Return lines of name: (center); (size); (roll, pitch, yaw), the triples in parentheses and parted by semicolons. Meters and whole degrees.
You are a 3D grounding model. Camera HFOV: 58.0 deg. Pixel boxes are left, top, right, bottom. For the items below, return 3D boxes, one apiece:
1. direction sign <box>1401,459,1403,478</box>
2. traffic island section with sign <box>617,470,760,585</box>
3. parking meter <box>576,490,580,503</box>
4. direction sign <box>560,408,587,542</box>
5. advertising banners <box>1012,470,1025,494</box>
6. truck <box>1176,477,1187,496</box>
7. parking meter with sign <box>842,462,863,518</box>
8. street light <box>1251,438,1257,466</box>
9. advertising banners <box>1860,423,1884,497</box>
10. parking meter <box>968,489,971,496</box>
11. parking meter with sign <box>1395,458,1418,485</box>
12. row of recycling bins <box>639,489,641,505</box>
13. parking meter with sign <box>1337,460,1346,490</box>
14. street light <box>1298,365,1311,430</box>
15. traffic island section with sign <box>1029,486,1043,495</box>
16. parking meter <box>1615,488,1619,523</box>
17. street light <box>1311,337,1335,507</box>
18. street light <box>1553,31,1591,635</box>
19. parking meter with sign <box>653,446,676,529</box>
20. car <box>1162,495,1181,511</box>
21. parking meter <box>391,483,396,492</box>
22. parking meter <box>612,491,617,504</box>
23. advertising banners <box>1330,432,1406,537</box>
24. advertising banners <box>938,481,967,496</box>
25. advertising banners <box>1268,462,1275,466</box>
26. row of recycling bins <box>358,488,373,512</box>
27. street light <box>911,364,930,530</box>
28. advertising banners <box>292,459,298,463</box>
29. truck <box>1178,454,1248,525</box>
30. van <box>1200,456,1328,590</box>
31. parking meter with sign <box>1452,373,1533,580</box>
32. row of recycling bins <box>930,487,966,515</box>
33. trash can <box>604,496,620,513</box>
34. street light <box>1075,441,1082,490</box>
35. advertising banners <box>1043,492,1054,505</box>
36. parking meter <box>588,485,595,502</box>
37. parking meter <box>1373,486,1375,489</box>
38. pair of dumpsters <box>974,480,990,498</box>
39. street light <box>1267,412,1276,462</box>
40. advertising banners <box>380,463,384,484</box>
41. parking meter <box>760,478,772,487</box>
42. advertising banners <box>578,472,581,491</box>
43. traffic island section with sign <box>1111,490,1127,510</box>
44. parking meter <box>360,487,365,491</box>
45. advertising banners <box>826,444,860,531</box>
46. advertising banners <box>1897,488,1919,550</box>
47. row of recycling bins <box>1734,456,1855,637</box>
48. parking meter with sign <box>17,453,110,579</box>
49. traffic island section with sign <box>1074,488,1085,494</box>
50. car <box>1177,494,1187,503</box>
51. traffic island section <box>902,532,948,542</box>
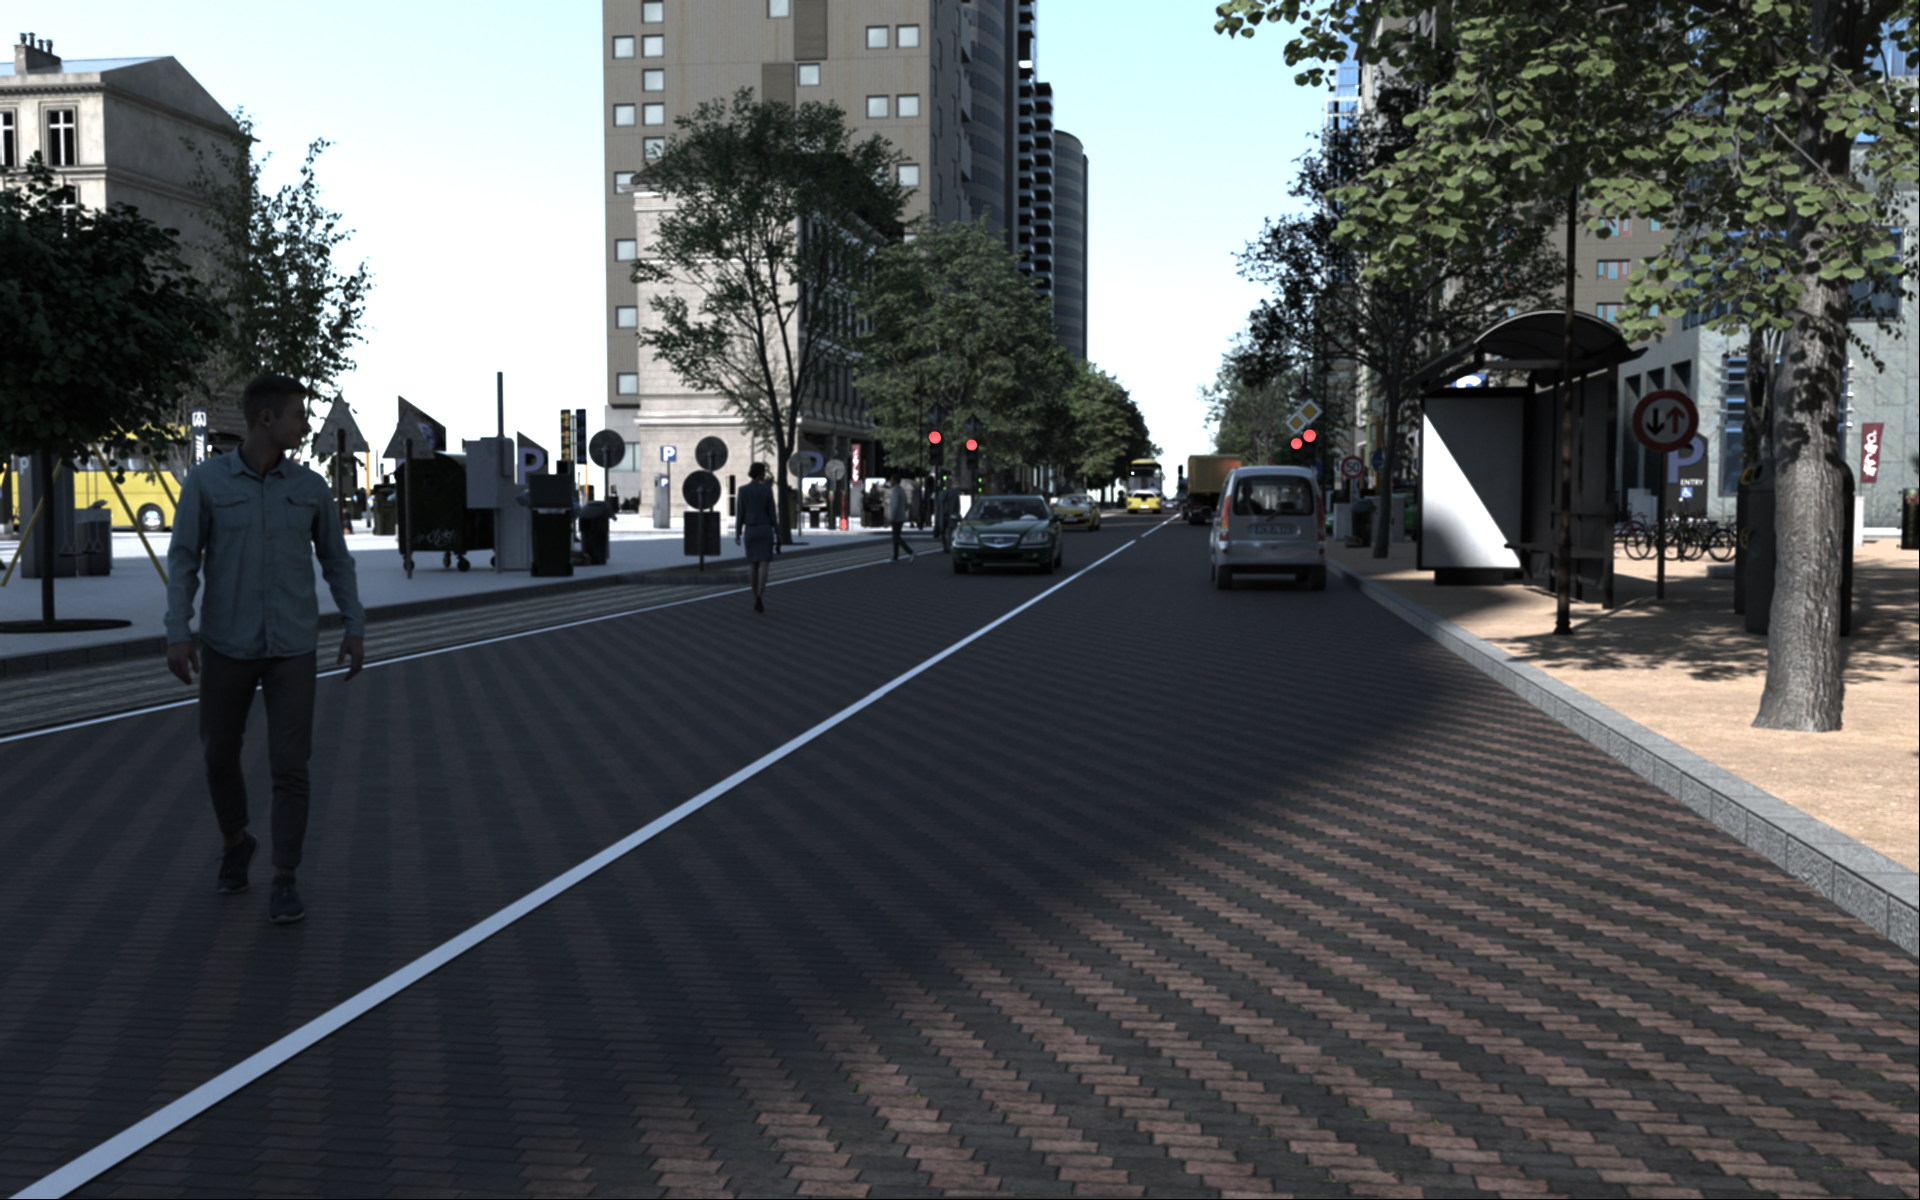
direction sign: (27.174, -7.013, 106.651); (0.379, 3.537, 0.876); (0, 4, 6)
traffic island section with sign: (-4.302, -1.190, 28.082); (1.989, 1.847, 2.006); (1, 4, 8)
parking meter: (-22.995, -5.836, 103.832); (0.372, 1.533, 0.369); (0, 3, 0)
direction sign: (-10.268, -3.308, 46.080); (0.876, 3.537, 0.379); (2, 4, 29)
advertising banners: (3.498, -6.271, 98.725); (2.074, 3.025, 0.090); (-2, 4, -24)
truck: (36.298, -17.712, 279.343); (2.967, 4.110, 18.799); (0, 4, 7)
parking meter with sign: (-5.556, -5.969, 93.849); (1.738, 3.016, 0.543); (-2, 4, -23)
street light: (23.427, -10.132, 138.441); (0.468, 5.910, 1.993); (1, 4, 8)
advertising banners: (22.006, -2.883, 43.327); (0.090, 3.025, 2.074); (-3, 4, -36)
parking meter: (0.633, -6.246, 107.828); (0.255, 1.863, 0.399); (0, 4, 3)
parking meter with sign: (21.726, -5.430, 85.049); (0.543, 3.016, 1.738); (-3, 5, -44)
row of recycling bins: (-18.325, -5.824, 102.329); (1.069, 1.692, 3.534); (-1, 4, -20)
parking meter with sign: (19.829, -5.662, 88.839); (0.543, 3.016, 1.738); (0, 4, -4)
street light: (12.374, -5.469, 62.204); (0.468, 5.910, 1.993); (1, 4, 8)
traffic island section with sign: (3.631, -4.510, 82.368); (1.989, 1.847, 2.006); (1, 4, 8)
parking meter: (28.870, -4.158, 76.391); (0.372, 1.533, 0.369); (0, 3, 0)
street light: (10.599, -4.746, 50.387); (0.468, 5.910, 1.993); (1, 4, 8)
street light: (5.517, -2.623, 15.668); (0.468, 5.910, 1.993); (1, 4, 8)
parking meter with sign: (-11.019, -4.156, 64.211); (0.543, 3.016, 1.738); (-2, 4, -25)
car: (18.114, -8.390, 149.751); (1.945, 1.354, 3.894); (0, 4, 7)
parking meter: (-29.472, -5.150, 89.906); (0.255, 1.863, 0.399); (1, 4, 9)
parking meter: (-26.276, -7.538, 131.652); (0.372, 1.533, 0.369); (0, 3, 0)
advertising banners: (11.592, -3.245, 49.247); (2.074, 3.025, 0.090); (1, 4, 10)
advertising banners: (-0.577, -6.331, 99.707); (2.074, 3.025, 0.090); (-1, 4, -16)
advertising banners: (17.750, -6.024, 94.674); (2.074, 3.025, 0.090); (-1, 4, -18)
row of recycling bins: (-44.266, -7.273, 126.024); (1.069, 1.692, 3.534); (3, 5, 43)
street light: (-1.397, -5.446, 61.830); (0.468, 5.910, 1.993); (1, 4, 8)
advertising banners: (-33.172, -5.429, 84.954); (2.074, 3.025, 0.090); (2, 4, 27)
truck: (12.277, -5.346, 83.335); (3.469, 3.379, 9.791); (0, 4, 6)
van: (4.828, -1.246, 27.381); (2.013, 2.044, 4.112); (0, 4, 7)
parking meter with sign: (7.984, -1.807, 25.808); (0.543, 3.016, 1.738); (3, 5, 44)
row of recycling bins: (-0.862, -6.171, 108.004); (1.069, 1.692, 3.534); (3, 4, 36)
trash can: (-20.655, -5.523, 101.962); (0.748, 1.137, 0.748); (0, 3, 0)
street light: (9.515, -10.024, 136.682); (0.468, 5.910, 1.993); (1, 4, 8)
advertising banners: (5.954, -7.717, 122.354); (0.090, 3.025, 2.074); (3, 5, 42)
parking meter: (-22.946, -6.244, 107.799); (0.255, 1.863, 0.399); (1, 4, 19)
parking meter: (28.730, -6.990, 119.996); (0.255, 1.863, 0.399); (1, 4, 12)
pair of dumpsters: (1.651, -6.168, 103.345); (1.574, 2.255, 4.437); (1, 4, 8)
street light: (17.472, -7.615, 97.285); (0.468, 5.910, 1.993); (1, 4, 8)
advertising banners: (-31.714, -6.115, 96.165); (0.090, 3.025, 2.074); (-3, 5, -44)
parking meter: (-7.132, -3.546, 63.695); (0.255, 1.863, 0.399); (3, 5, 44)
advertising banners: (-29.821, -8.454, 134.414); (0.090, 3.025, 2.074); (1, 4, 10)
traffic island section with sign: (14.895, -9.223, 159.425); (1.989, 1.847, 2.006); (1, 4, 8)
parking meter: (-47.398, -8.058, 137.457); (0.399, 1.863, 0.255); (3, 4, 38)
advertising banners: (-4.107, -3.968, 61.069); (0.090, 3.025, 2.074); (-3, 4, -38)
advertising banners: (22.334, -2.628, 39.152); (0.090, 3.025, 2.074); (-3, 5, -39)
row of recycling bins: (8.239, -0.610, 17.094); (1.069, 1.692, 3.534); (1, 4, 22)
parking meter with sign: (-13.981, -1.852, 26.538); (0.543, 3.016, 1.738); (2, 4, 31)
traffic island section with sign: (7.582, -6.162, 109.370); (1.989, 1.847, 2.006); (1, 4, 8)
car: (33.567, -15.391, 261.870); (2.015, 1.641, 3.980); (1, 4, 9)
traffic island section: (-0.728, -1.850, 52.523); (2.009, 0.180, 2.903); (1, 4, 8)
